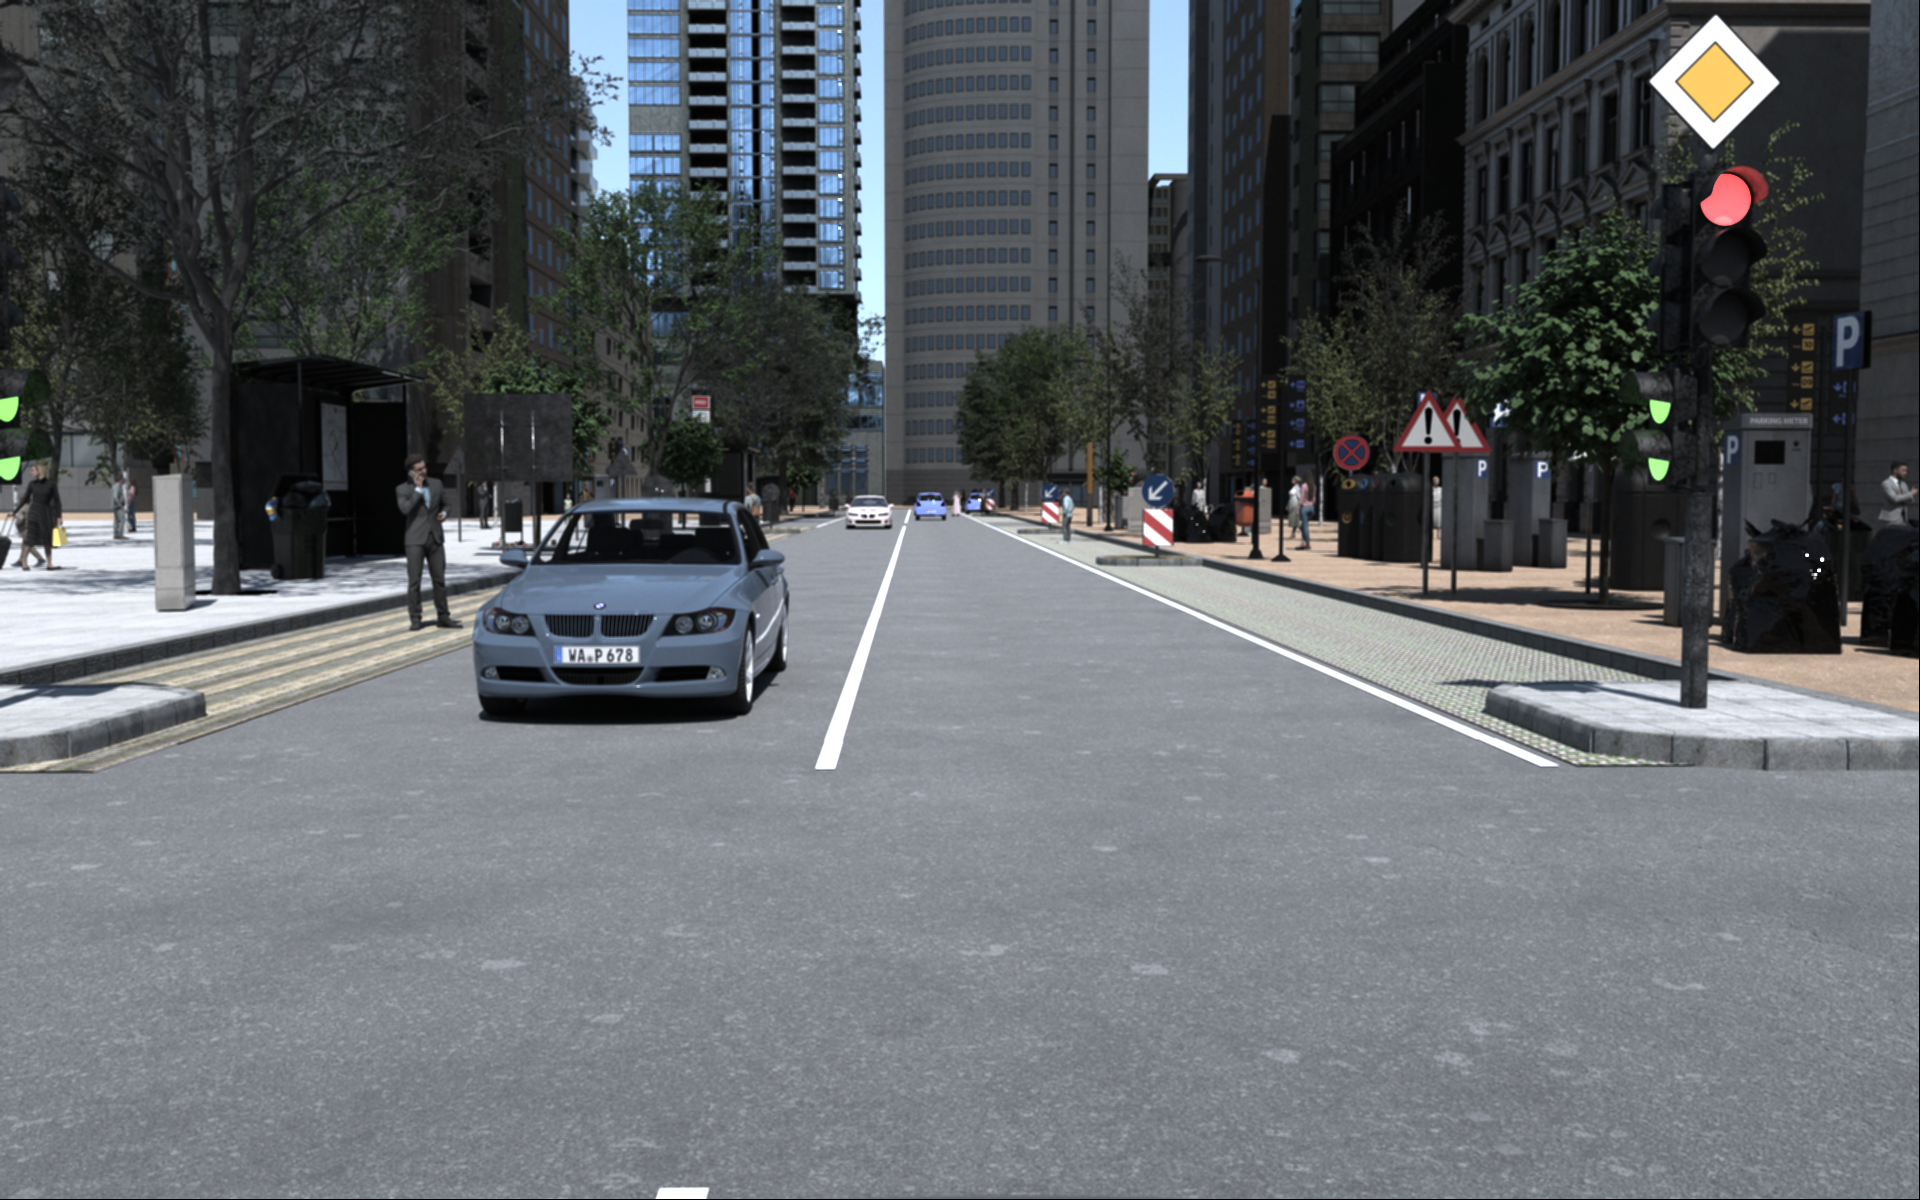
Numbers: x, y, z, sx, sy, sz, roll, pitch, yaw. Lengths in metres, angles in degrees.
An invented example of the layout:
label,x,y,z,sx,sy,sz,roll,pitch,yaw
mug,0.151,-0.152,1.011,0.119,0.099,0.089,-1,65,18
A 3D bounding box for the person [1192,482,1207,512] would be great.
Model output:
label,x,y,z,sx,sy,sz,roll,pitch,yaw
person,9.991,-4.029,72.270,0.694,1.780,0.624,1,4,11

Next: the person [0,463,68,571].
label,x,y,z,sx,sy,sz,roll,pitch,yaw
person,-15.758,-1.400,29.150,1.509,1.804,0.699,1,4,23

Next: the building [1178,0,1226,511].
label,x,y,z,sx,sy,sz,roll,pitch,yaw
building,28.115,-36.135,132.801,21.231,58.520,28.212,0,4,-1

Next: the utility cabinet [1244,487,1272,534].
label,x,y,z,sx,sy,sz,roll,pitch,yaw
utility cabinet,9.528,-2.852,55.301,0.318,1.500,1.173,3,5,41

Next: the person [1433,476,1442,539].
label,x,y,z,sx,sy,sz,roll,pitch,yaw
person,13.553,-2.622,49.261,0.694,1.780,0.624,1,4,22

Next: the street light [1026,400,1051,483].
label,x,y,z,sx,sy,sz,roll,pitch,yaw
street light,3.926,-6.906,85.462,1.470,5.913,1.316,0,4,-1

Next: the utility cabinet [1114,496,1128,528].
label,x,y,z,sx,sy,sz,roll,pitch,yaw
utility cabinet,6.075,-3.287,64.910,0.306,1.237,1.020,-1,4,-12

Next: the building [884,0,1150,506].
label,x,y,z,sx,sy,sz,roll,pitch,yaw
building,5.650,-39.845,193.457,28.212,58.520,21.231,0,4,-1

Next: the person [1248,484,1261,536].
label,x,y,z,sx,sy,sz,roll,pitch,yaw
person,9.078,-2.796,53.572,0.330,1.601,0.589,3,5,42

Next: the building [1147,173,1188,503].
label,x,y,z,sx,sy,sz,roll,pitch,yaw
building,32.087,-31.032,199.256,23.993,40.220,32.217,0,4,-1

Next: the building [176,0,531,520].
label,x,y,z,sx,sy,sz,roll,pitch,yaw
building,-31.600,-19.591,92.019,14.160,30.474,14.107,0,4,-1

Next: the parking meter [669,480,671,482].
label,x,y,z,sx,sy,sz,roll,pitch,yaw
parking meter,-11.741,-3.899,69.456,0.255,1.863,0.399,1,4,11

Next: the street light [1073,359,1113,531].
label,x,y,z,sx,sy,sz,roll,pitch,yaw
street light,4.577,-5.320,59.523,1.470,5.913,1.316,0,4,-1

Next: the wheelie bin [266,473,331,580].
label,x,y,z,sx,sy,sz,roll,pitch,yaw
wheelie bin,-9.961,-1.119,26.196,0.693,1.594,0.980,2,4,35

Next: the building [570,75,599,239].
label,x,y,z,sx,sy,sz,roll,pitch,yaw
building,-55.466,-35.050,192.677,30.456,49.044,23.786,0,4,-1

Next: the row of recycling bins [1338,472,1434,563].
label,x,y,z,sx,sy,sz,roll,pitch,yaw
row of recycling bins,8.304,-1.632,33.802,1.069,1.692,3.534,0,4,-6

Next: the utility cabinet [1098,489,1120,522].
label,x,y,z,sx,sy,sz,roll,pitch,yaw
utility cabinet,6.736,-4.243,78.052,0.318,1.500,1.173,3,5,44

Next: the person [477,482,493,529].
label,x,y,z,sx,sy,sz,roll,pitch,yaw
person,-17.348,-3.520,63.398,0.447,1.846,0.655,1,4,16

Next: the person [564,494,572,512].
label,x,y,z,sx,sy,sz,roll,pitch,yaw
person,-16.609,-3.857,73.354,0.306,1.304,0.590,-2,4,-25

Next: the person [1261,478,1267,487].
label,x,y,z,sx,sy,sz,roll,pitch,yaw
person,9.928,-3.094,56.848,0.478,1.798,0.641,-1,4,-12

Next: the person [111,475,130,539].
label,x,y,z,sx,sy,sz,roll,pitch,yaw
person,-23.963,-2.641,49.315,0.391,1.810,0.635,-3,5,-40

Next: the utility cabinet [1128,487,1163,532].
label,x,y,z,sx,sy,sz,roll,pitch,yaw
utility cabinet,6.215,-3.017,58.014,1.173,1.500,0.318,0,4,5

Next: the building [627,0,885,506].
label,x,y,z,sx,sy,sz,roll,pitch,yaw
building,-24.016,-53.760,191.642,31.000,86.520,22.319,0,4,-1

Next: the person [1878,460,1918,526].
label,x,y,z,sx,sy,sz,roll,pitch,yaw
person,14.213,-1.223,26.226,0.511,1.800,0.466,-3,5,-42

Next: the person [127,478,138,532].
label,x,y,z,sx,sy,sz,roll,pitch,yaw
person,-28.343,-3.255,59.269,0.388,1.821,0.555,-2,4,-28

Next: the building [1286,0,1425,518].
label,x,y,z,sx,sy,sz,roll,pitch,yaw
building,25.535,-19.915,97.319,14.160,30.474,14.107,0,4,-1

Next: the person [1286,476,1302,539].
label,x,y,z,sx,sy,sz,roll,pitch,yaw
person,9.620,-2.638,49.405,0.641,1.798,0.478,0,4,0

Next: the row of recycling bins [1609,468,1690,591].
label,x,y,z,sx,sy,sz,roll,pitch,yaw
row of recycling bins,9.718,-1.056,24.374,1.069,1.692,3.534,2,4,25

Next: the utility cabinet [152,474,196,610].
label,x,y,z,sx,sy,sz,roll,pitch,yaw
utility cabinet,-8.796,-0.654,19.373,0.318,1.500,1.173,-1,4,-18

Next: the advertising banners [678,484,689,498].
label,x,y,z,sx,sy,sz,roll,pitch,yaw
advertising banners,-12.032,-4.850,75.493,0.090,3.025,2.074,0,4,4

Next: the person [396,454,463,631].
label,x,y,z,sx,sy,sz,roll,pitch,yaw
person,-5.566,-0.604,18.185,0.655,1.846,0.447,-3,5,-41

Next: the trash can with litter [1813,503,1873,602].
label,x,y,z,sx,sy,sz,roll,pitch,yaw
trash can with litter,10.830,-0.572,20.736,1.055,1.170,0.624,1,4,11

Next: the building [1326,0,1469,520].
label,x,y,z,sx,sy,sz,roll,pitch,yaw
building,24.569,-15.175,77.792,12.332,23.373,15.834,0,4,-1

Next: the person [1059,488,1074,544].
label,x,y,z,sx,sy,sz,roll,pitch,yaw
person,3.077,-2.417,49.834,0.330,1.601,0.589,2,4,35

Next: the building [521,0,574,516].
label,x,y,z,sx,sy,sz,roll,pitch,yaw
building,-32.078,-27.864,105.686,14.600,45.320,14.200,0,4,-1

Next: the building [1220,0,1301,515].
label,x,y,z,sx,sy,sz,roll,pitch,yaw
building,24.967,-28.202,111.219,14.600,45.320,14.200,0,4,-1

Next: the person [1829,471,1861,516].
label,x,y,z,sx,sy,sz,roll,pitch,yaw
person,19.969,-2.015,39.089,0.616,1.811,0.778,3,4,38

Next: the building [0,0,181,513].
label,x,y,z,sx,sy,sz,roll,pitch,yaw
building,-69.236,-33.078,130.069,27.495,52.752,28.713,0,4,-1

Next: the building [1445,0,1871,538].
label,x,y,z,sx,sy,sz,roll,pitch,yaw
building,24.957,-14.085,59.176,11.050,23.489,19.941,0,4,-1

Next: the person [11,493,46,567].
label,x,y,z,sx,sy,sz,roll,pitch,yaw
person,-16.326,-1.222,30.291,0.640,1.303,0.475,0,4,-5

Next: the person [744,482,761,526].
label,x,y,z,sx,sy,sz,roll,pitch,yaw
person,-4.716,-1.812,39.125,0.522,1.701,0.512,3,5,42

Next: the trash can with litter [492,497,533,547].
label,x,y,z,sx,sy,sz,roll,pitch,yaw
trash can with litter,-10.641,-1.937,42.733,2.233,1.210,1.678,-2,4,-33

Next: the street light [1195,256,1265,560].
label,x,y,z,sx,sy,sz,roll,pitch,yaw
street light,5.284,-3.754,33.922,1.470,5.913,1.316,0,4,-1

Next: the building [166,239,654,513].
label,x,y,z,sx,sy,sz,roll,pitch,yaw
building,-39.978,-17.563,132.192,28.899,21.520,27.650,0,4,-1

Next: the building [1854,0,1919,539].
label,x,y,z,sx,sy,sz,roll,pitch,yaw
building,42.688,-15.672,32.654,44.131,29.872,17.030,0,4,-1
